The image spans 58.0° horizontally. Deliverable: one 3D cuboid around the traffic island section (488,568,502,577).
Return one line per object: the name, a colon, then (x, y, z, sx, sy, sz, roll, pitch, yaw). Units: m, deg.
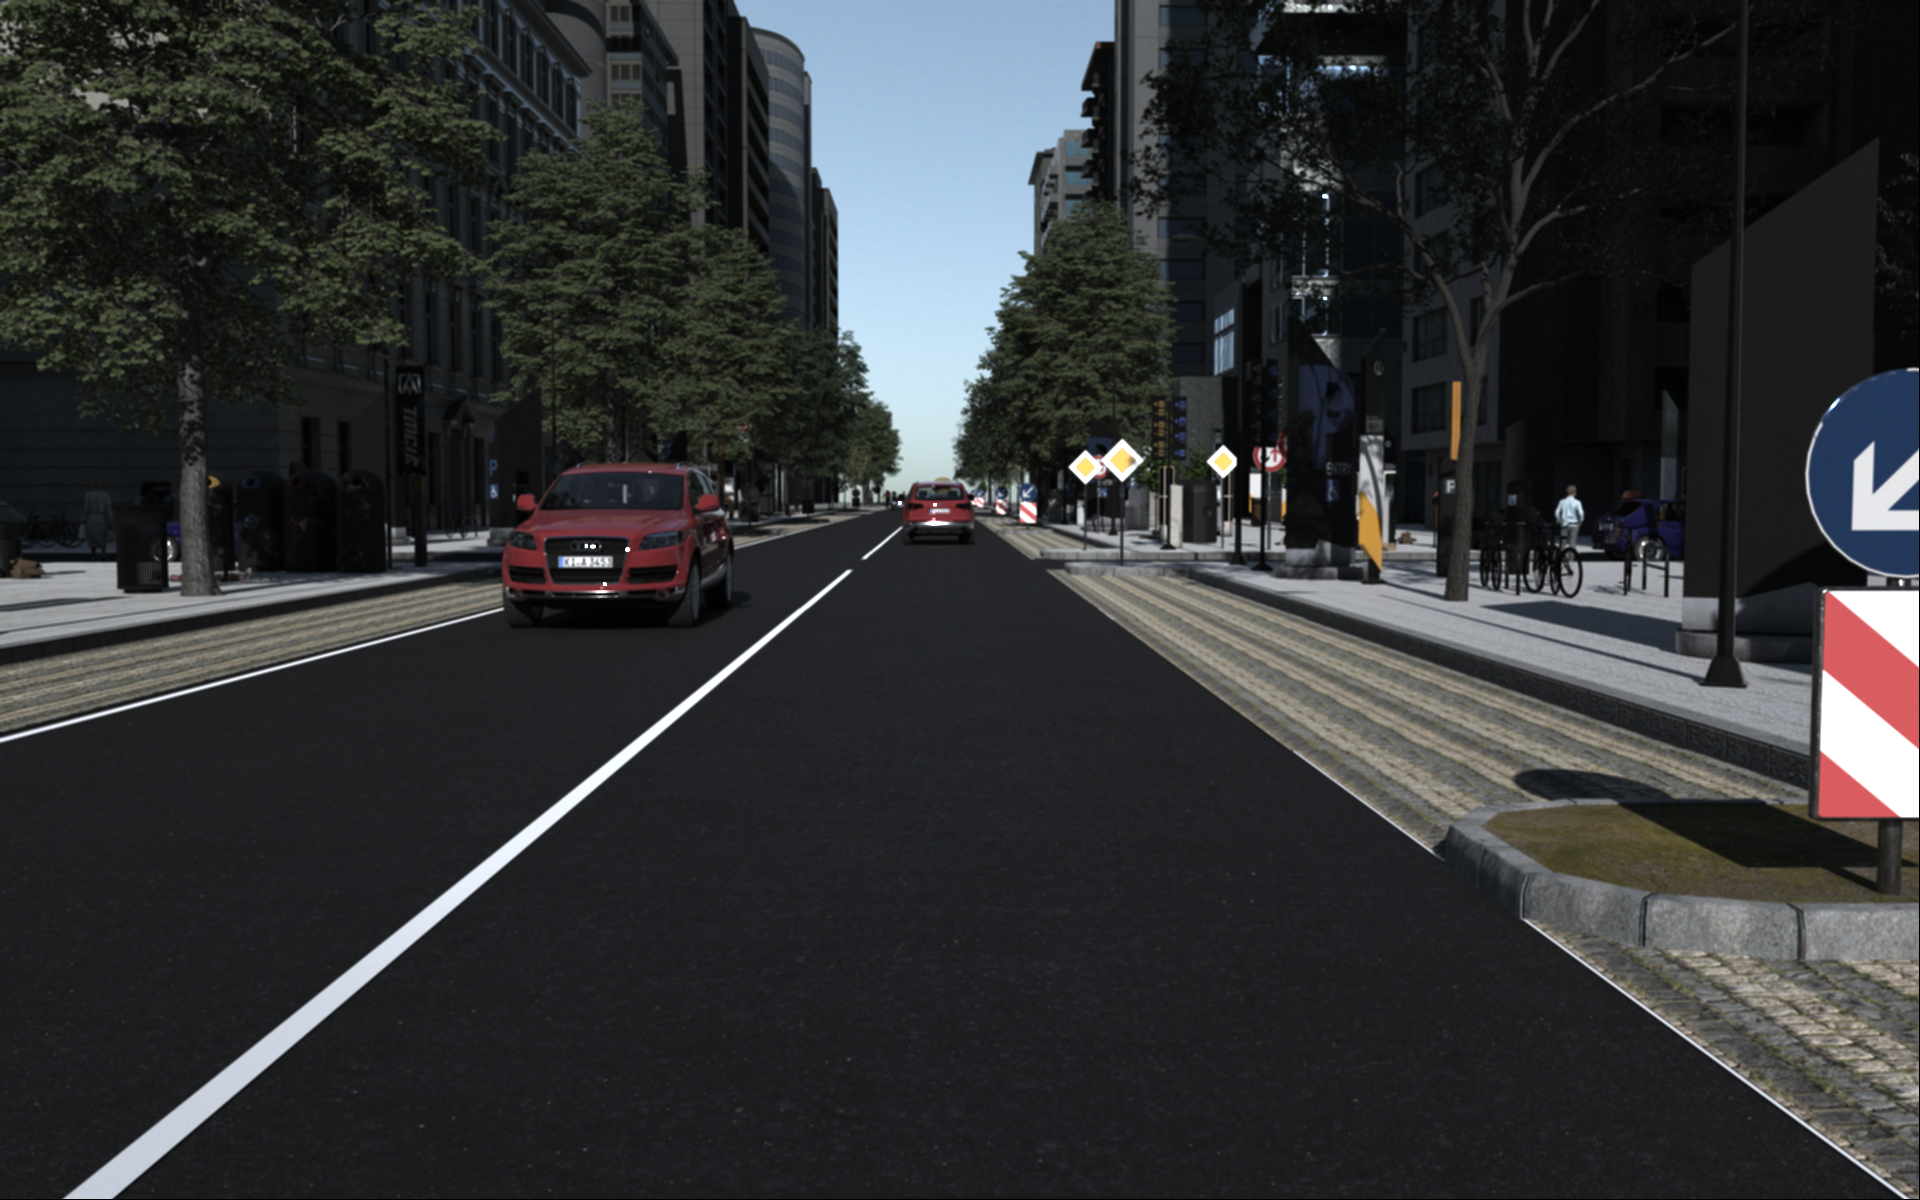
traffic island section: (-7.148, -0.546, 31.215, 2.009, 0.180, 2.903, 0, 4, -1)

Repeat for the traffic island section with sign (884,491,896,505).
traffic island section with sign: (-9.117, -13.038, 221.797, 1.989, 1.847, 2.006, 0, 4, -1)

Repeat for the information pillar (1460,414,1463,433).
information pillar: (14.697, -3.655, 51.107, 0.183, 3.616, 0.504, -1, 4, -19)

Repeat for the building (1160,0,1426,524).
building: (23.236, -47.405, 87.742, 22.319, 86.520, 31.000, 0, 4, -1)

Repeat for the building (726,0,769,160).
building: (-30.391, -33.442, 170.480, 21.300, 48.544, 21.600, 0, 4, -1)

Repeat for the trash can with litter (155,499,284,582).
trash can with litter: (-11.384, -0.901, 25.782, 2.233, 1.210, 1.678, 1, 4, 19)

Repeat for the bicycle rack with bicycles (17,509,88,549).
bicycle rack with bicycles: (-22.050, -1.701, 41.186, 2.852, 0.926, 2.925, 3, 5, 41)

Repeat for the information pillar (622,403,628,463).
information pillar: (-8.706, -3.284, 45.056, 0.183, 3.616, 0.504, 0, 4, -5)

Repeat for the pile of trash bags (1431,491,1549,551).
pile of trash bags: (12.132, -1.874, 40.386, 1.912, 1.369, 3.447, -1, 4, -21)

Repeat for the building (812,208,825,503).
building: (-26.428, -34.139, 241.759, 14.154, 41.232, 14.086, 0, 4, -1)

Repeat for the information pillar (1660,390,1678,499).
information pillar: (16.092, -2.935, 39.347, 0.504, 3.616, 0.183, -2, 4, -34)

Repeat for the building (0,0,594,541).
building: (-26.701, -17.828, 67.901, 17.030, 29.872, 44.131, 0, 4, -1)

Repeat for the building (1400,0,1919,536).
building: (23.051, -17.374, 55.774, 14.107, 30.474, 14.160, 0, 4, -1)

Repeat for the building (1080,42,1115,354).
building: (23.140, -31.385, 167.770, 22.147, 44.769, 28.867, 0, 4, -1)

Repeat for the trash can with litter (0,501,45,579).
trash can with litter: (-14.412, -0.923, 26.473, 1.055, 1.170, 0.624, 2, 4, 27)

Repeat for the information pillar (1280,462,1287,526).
information pillar: (13.141, -4.780, 69.511, 0.504, 3.616, 0.183, 3, 4, 38)

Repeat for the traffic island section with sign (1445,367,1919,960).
traffic island section with sign: (2.873, 0.147, 6.232, 1.989, 1.847, 2.006, 0, 4, -1)

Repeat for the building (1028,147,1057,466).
building: (25.147, -40.982, 259.285, 28.713, 52.752, 27.495, 0, 4, -1)

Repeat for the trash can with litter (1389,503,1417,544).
trash can with litter: (11.184, -2.032, 44.605, 1.055, 1.170, 0.624, 0, 4, -6)

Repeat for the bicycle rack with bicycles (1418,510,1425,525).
bicycle rack with bicycles: (21.023, -3.632, 72.763, 2.925, 0.926, 2.852, 2, 4, 31)

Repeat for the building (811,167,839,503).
building: (-29.548, -38.891, 259.572, 21.300, 48.544, 21.600, 0, 4, -1)

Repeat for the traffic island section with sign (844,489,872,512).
traffic island section with sign: (-8.254, -7.958, 138.740, 1.989, 1.847, 2.006, 0, 4, -1)

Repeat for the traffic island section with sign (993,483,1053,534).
traffic island section with sign: (2.295, -3.276, 62.195, 1.989, 1.847, 2.006, 0, 4, -1)

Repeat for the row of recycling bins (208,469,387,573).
row of recycling bins: (-11.179, -1.319, 28.679, 3.534, 1.692, 1.069, 1, 4, 9)

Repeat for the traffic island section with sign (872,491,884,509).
traffic island section with sign: (-8.535, -9.606, 165.693, 1.989, 1.847, 2.006, 0, 4, -1)

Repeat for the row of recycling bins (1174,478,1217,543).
row of recycling bins: (6.346, -2.444, 47.076, 1.069, 1.692, 3.534, 0, 4, -1)

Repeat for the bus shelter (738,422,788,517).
bus shelter: (-11.330, -7.429, 99.089, 2.179, 5.291, 8.768, 0, 4, -1)

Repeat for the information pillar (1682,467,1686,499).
information pillar: (19.998, -2.628, 47.452, 0.304, 2.012, 0.304, -3, 4, -37)

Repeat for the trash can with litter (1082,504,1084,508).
trash can with litter: (5.010, -3.161, 63.068, 1.055, 1.170, 0.624, -1, 4, -13)

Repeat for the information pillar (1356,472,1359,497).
information pillar: (13.204, -3.288, 58.247, 0.304, 2.012, 0.304, -1, 4, -9)

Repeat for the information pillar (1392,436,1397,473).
information pillar: (15.267, -4.298, 61.622, 0.504, 3.616, 0.183, -1, 4, -16)

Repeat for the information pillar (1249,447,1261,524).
information pillar: (11.944, -4.804, 69.895, 0.504, 3.616, 0.183, 1, 4, 12)

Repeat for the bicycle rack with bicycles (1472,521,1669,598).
bicycle rack with bicycles: (7.953, -0.553, 22.425, 2.852, 0.926, 2.925, 1, 4, 14)

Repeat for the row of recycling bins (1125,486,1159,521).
row of recycling bins: (7.892, -4.642, 83.002, 3.534, 1.692, 1.069, 2, 4, 29)

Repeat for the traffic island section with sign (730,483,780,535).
traffic island section with sign: (-7.470, -3.249, 61.742, 1.989, 1.847, 2.006, 0, 4, -1)

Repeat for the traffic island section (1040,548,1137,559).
traffic island section: (2.861, -1.041, 39.299, 2.009, 0.180, 2.903, 0, 4, -1)

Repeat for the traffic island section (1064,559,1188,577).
traffic island section: (2.943, -0.552, 31.314, 2.009, 0.180, 2.903, 0, 4, -1)

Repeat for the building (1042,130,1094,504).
building: (22.367, -37.286, 229.238, 23.786, 49.044, 30.456, 0, 4, -1)

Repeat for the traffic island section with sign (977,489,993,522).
traffic island section with sign: (2.024, -4.925, 89.148, 1.989, 1.847, 2.006, 0, 4, -1)

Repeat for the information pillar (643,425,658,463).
information pillar: (-10.219, -4.021, 57.100, 0.504, 3.616, 0.183, -1, 4, -14)

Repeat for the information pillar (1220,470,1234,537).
information pillar: (8.038, -2.918, 52.194, 0.304, 2.012, 0.304, 2, 4, 29)

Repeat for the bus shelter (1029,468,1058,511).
bus shelter: (5.357, -7.186, 111.417, 2.014, 3.302, 5.546, 0, 4, 0)

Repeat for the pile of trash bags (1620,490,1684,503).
pile of trash bags: (16.784, -1.935, 41.397, 3.447, 1.369, 1.912, -3, 5, -42)

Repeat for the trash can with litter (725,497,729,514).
trash can with litter: (-11.027, -4.101, 78.442, 1.055, 1.170, 0.624, -2, 4, -28)

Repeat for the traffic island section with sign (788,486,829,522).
traffic island section with sign: (-7.744, -4.911, 88.917, 1.989, 1.847, 2.006, 0, 4, -1)

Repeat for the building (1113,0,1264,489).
building: (22.870, -36.488, 138.577, 21.231, 58.520, 28.212, 0, 4, -1)

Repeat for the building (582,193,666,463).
building: (-23.298, -14.393, 99.956, 10.561, 19.102, 19.286, 0, 4, -1)

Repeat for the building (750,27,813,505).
building: (-30.230, -41.393, 218.767, 21.231, 58.520, 28.212, 0, 4, -1)

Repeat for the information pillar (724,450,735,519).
information pillar: (-11.708, -5.904, 87.891, 0.504, 3.616, 0.183, 0, 4, -3)

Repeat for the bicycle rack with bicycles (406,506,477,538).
bicycle rack with bicycles: (-15.427, -2.282, 50.699, 2.852, 0.926, 2.925, 0, 4, -2)

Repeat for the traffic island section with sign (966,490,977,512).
traffic island section with sign: (1.507, -7.975, 139.013, 1.989, 1.847, 2.006, 0, 4, -1)

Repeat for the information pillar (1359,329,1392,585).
information pillar: (5.840, -2.029, 24.532, 0.504, 3.616, 0.183, -3, 5, -43)

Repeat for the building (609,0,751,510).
building: (-28.533, -43.412, 148.041, 20.563, 71.187, 20.611, 0, 4, -1)

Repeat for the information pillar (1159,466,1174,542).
information pillar: (5.487, -2.542, 46.054, 0.304, 2.012, 0.304, -1, 4, -23)

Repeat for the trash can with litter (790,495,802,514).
trash can with litter: (-10.528, -6.242, 113.113, 1.678, 1.210, 2.233, 0, 3, 0)

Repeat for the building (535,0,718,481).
building: (-34.423, -26.552, 126.011, 32.217, 40.220, 23.993, 0, 4, -1)
